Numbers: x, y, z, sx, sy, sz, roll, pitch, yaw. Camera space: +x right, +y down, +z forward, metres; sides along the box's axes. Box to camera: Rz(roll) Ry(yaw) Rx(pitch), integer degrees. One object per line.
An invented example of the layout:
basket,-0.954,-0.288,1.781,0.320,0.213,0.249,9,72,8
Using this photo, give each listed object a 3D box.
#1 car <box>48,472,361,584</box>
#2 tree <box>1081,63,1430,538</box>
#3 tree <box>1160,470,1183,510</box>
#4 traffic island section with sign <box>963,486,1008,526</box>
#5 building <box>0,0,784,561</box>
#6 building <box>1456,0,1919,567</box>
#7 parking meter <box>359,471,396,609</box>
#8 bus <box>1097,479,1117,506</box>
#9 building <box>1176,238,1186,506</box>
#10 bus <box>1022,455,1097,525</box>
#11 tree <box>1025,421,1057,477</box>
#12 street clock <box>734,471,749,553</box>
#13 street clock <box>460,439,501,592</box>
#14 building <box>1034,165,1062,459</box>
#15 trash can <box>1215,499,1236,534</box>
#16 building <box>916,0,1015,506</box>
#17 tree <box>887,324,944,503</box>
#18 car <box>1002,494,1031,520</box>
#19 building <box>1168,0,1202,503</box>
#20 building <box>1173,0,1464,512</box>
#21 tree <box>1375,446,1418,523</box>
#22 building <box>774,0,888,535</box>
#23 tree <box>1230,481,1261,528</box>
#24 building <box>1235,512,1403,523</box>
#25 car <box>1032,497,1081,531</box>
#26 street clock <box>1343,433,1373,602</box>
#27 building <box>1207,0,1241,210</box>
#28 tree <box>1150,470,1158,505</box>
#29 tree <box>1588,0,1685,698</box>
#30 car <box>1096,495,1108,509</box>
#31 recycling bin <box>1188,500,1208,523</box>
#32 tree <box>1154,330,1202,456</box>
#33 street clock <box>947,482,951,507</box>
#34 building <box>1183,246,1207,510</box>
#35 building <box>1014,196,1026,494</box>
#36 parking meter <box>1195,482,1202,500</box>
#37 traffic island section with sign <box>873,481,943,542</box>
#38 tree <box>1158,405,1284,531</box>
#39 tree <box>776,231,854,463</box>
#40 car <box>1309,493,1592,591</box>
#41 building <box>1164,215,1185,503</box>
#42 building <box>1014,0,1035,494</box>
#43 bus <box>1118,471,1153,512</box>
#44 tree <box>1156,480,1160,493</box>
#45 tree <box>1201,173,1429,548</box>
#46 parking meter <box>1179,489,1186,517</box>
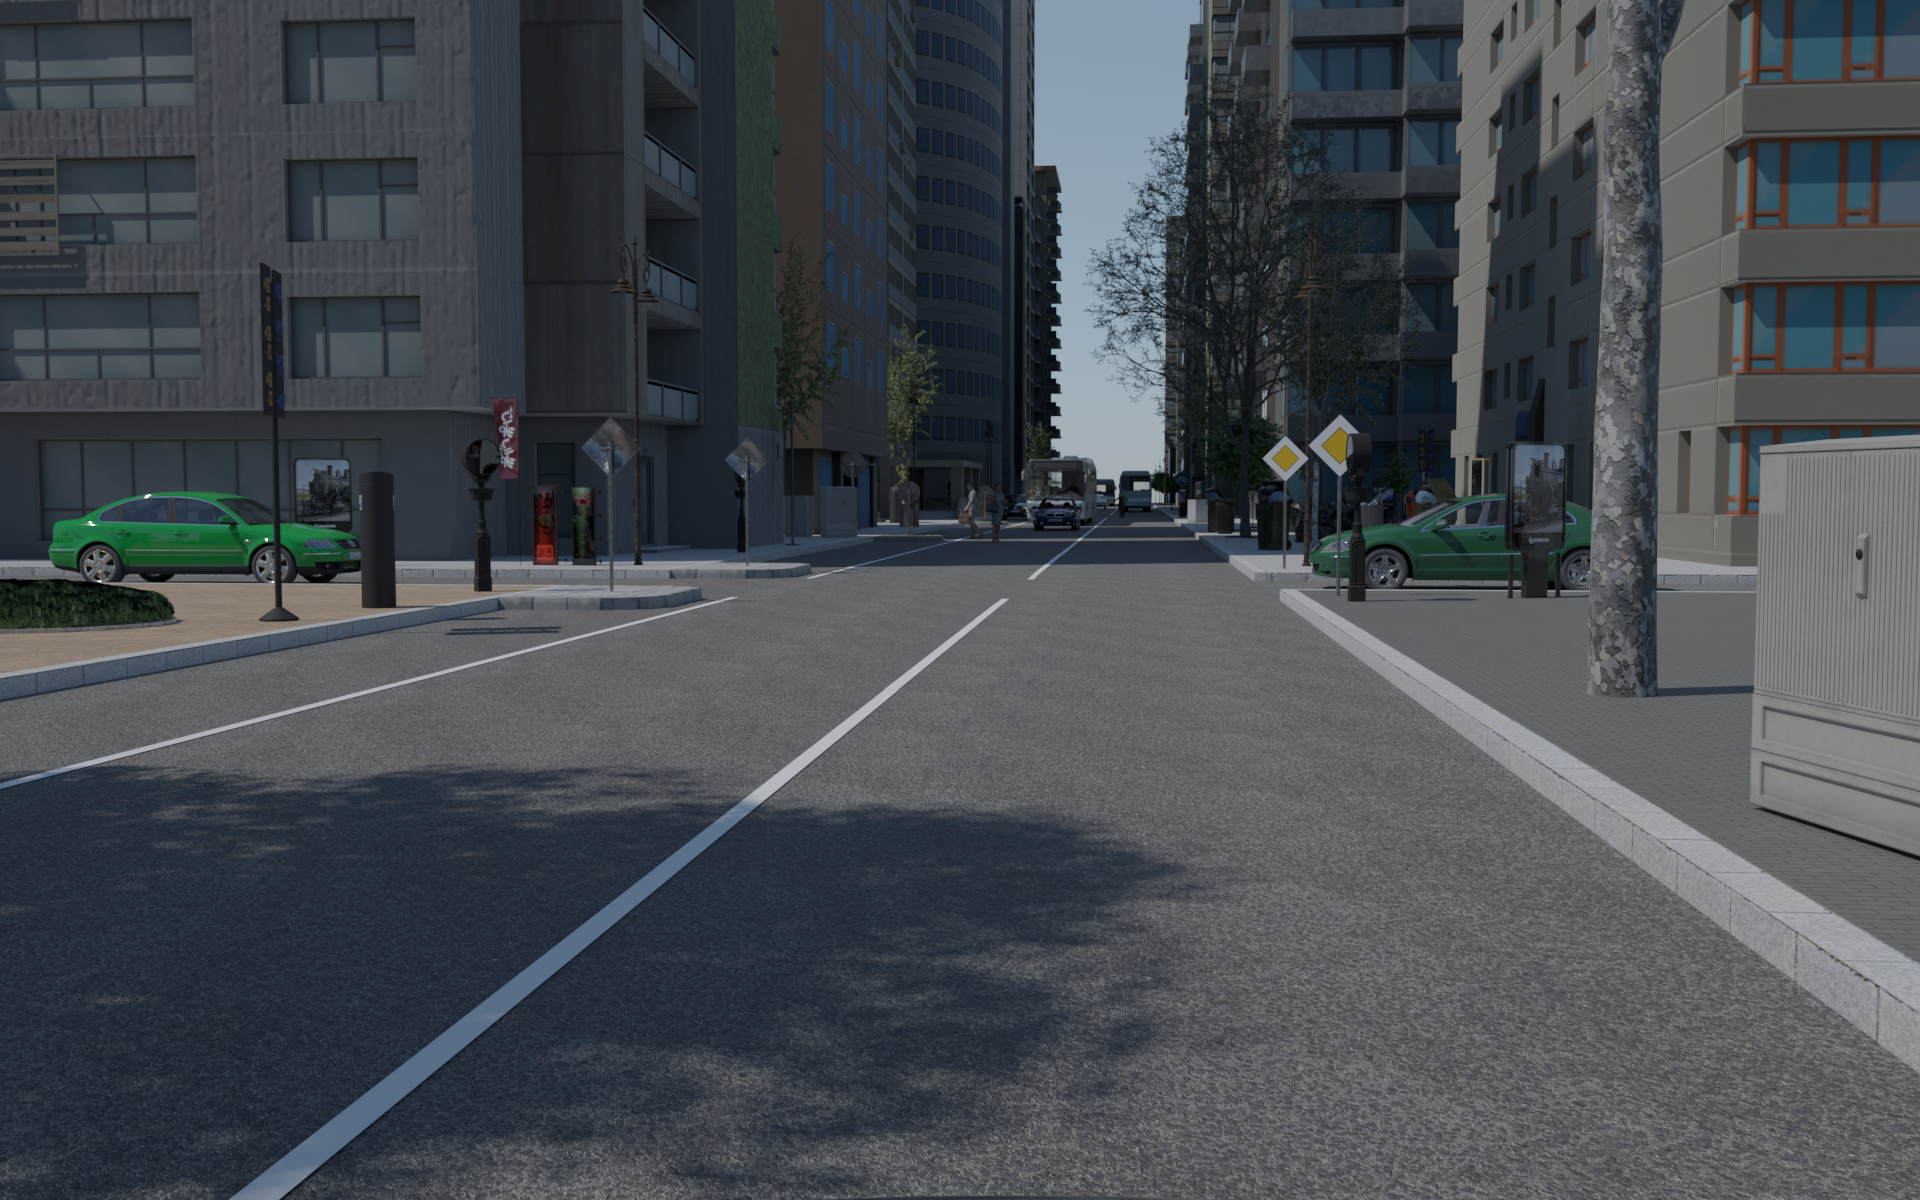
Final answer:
car,-11.778,-1.130,27.269,4.718,1.807,1.959,0,4,4
tree,8.211,-8.561,50.345,12.009,13.543,11.850,0,3,0
tree,17.084,-8.779,138.138,1.663,3.219,1.824,0,3,0
traffic island section with sign,1.201,-4.348,79.718,1.989,1.847,2.006,0,4,6
building,-12.301,-21.683,38.110,14.154,41.232,14.086,0,4,6
building,29.390,-12.060,42.217,28.899,21.520,27.650,0,4,6
parking meter,-6.570,-0.681,19.543,0.372,1.533,0.369,0,3,0
bus,17.002,-12.791,203.990,2.948,3.499,13.247,0,4,5
building,31.563,-25.950,195.977,14.160,30.474,14.107,0,4,6
bus,4.911,-5.340,82.172,2.948,3.499,13.247,0,4,7
tree,7.719,-13.667,173.824,4.737,8.622,4.395,0,3,0
street clock,-4.787,-2.044,37.985,0.358,2.002,0.471,-1,4,-17
street clock,-6.284,-1.113,22.761,0.471,2.002,0.358,-2,4,-33
building,1.934,-34.962,226.247,22.147,44.769,28.867,0,4,6
trash can,8.518,-2.689,55.623,0.748,1.137,0.748,0,3,0
building,-7.684,-35.336,119.747,21.231,58.520,28.212,0,4,6
tree,-2.639,-7.577,74.240,4.737,8.622,4.395,0,3,0
car,3.177,-5.333,96.980,2.009,1.686,4.222,0,4,4
building,39.571,-56.154,230.786,22.319,86.520,31.000,0,4,6
building,32.261,-33.166,161.876,23.786,49.044,30.456,0,4,6
tree,17.563,-4.597,69.757,1.663,3.219,1.824,0,3,0
building,-10.409,-25.070,60.009,14.600,45.320,14.200,0,4,6
tree,11.215,-4.356,65.828,1.663,3.219,1.824,0,3,0
building,25.138,-28.603,87.274,23.786,49.044,30.456,0,4,6
car,3.875,-3.446,68.915,1.945,1.354,3.894,0,4,6
street clock,4.743,-0.984,20.656,0.358,2.002,0.471,0,4,2
building,22.923,-26.162,111.340,14.154,41.232,14.086,0,4,6
tree,24.478,-13.918,211.279,4.285,4.588,4.351,0,3,0
tree,4.736,-9.371,9.109,12.611,20.169,13.585,0,3,0
car,13.250,-9.482,167.392,2.083,1.381,4.827,0,4,4
recycling bin,10.744,-4.007,78.073,0.722,1.027,0.722,-1,4,-22
tree,10.237,-7.395,71.264,4.360,8.622,3.978,0,3,0
street clock,-0.600,-6.200,105.938,0.358,2.002,0.471,1,4,21
building,31.431,-17.590,132.641,27.650,21.520,28.899,0,4,6
building,-1.263,-23.863,161.859,14.160,30.474,14.107,0,4,6
parking meter,11.376,-4.709,82.696,0.255,1.863,0.399,1,4,22
traffic island section with sign,-1.543,-2.708,52.902,1.989,1.847,2.006,0,4,6
tree,10.113,-4.711,60.743,4.285,4.588,4.351,0,3,0
tree,-5.148,-6.059,49.434,4.737,8.622,4.395,0,3,0
car,7.731,-0.863,25.914,4.920,1.459,2.131,0,4,7
building,37.224,-34.950,255.023,14.154,41.232,14.086,0,4,6
building,0.365,-46.638,200.780,20.563,71.187,20.611,0,4,6
bus,14.442,-9.024,142.396,2.948,3.499,13.247,0,4,6
tree,23.674,-12.706,202.348,1.663,3.219,1.824,0,3,0
tree,8.618,-5.534,40.837,4.360,8.622,3.978,0,3,0
parking meter,12.276,-5.329,95.536,0.372,1.533,0.369,0,3,0
